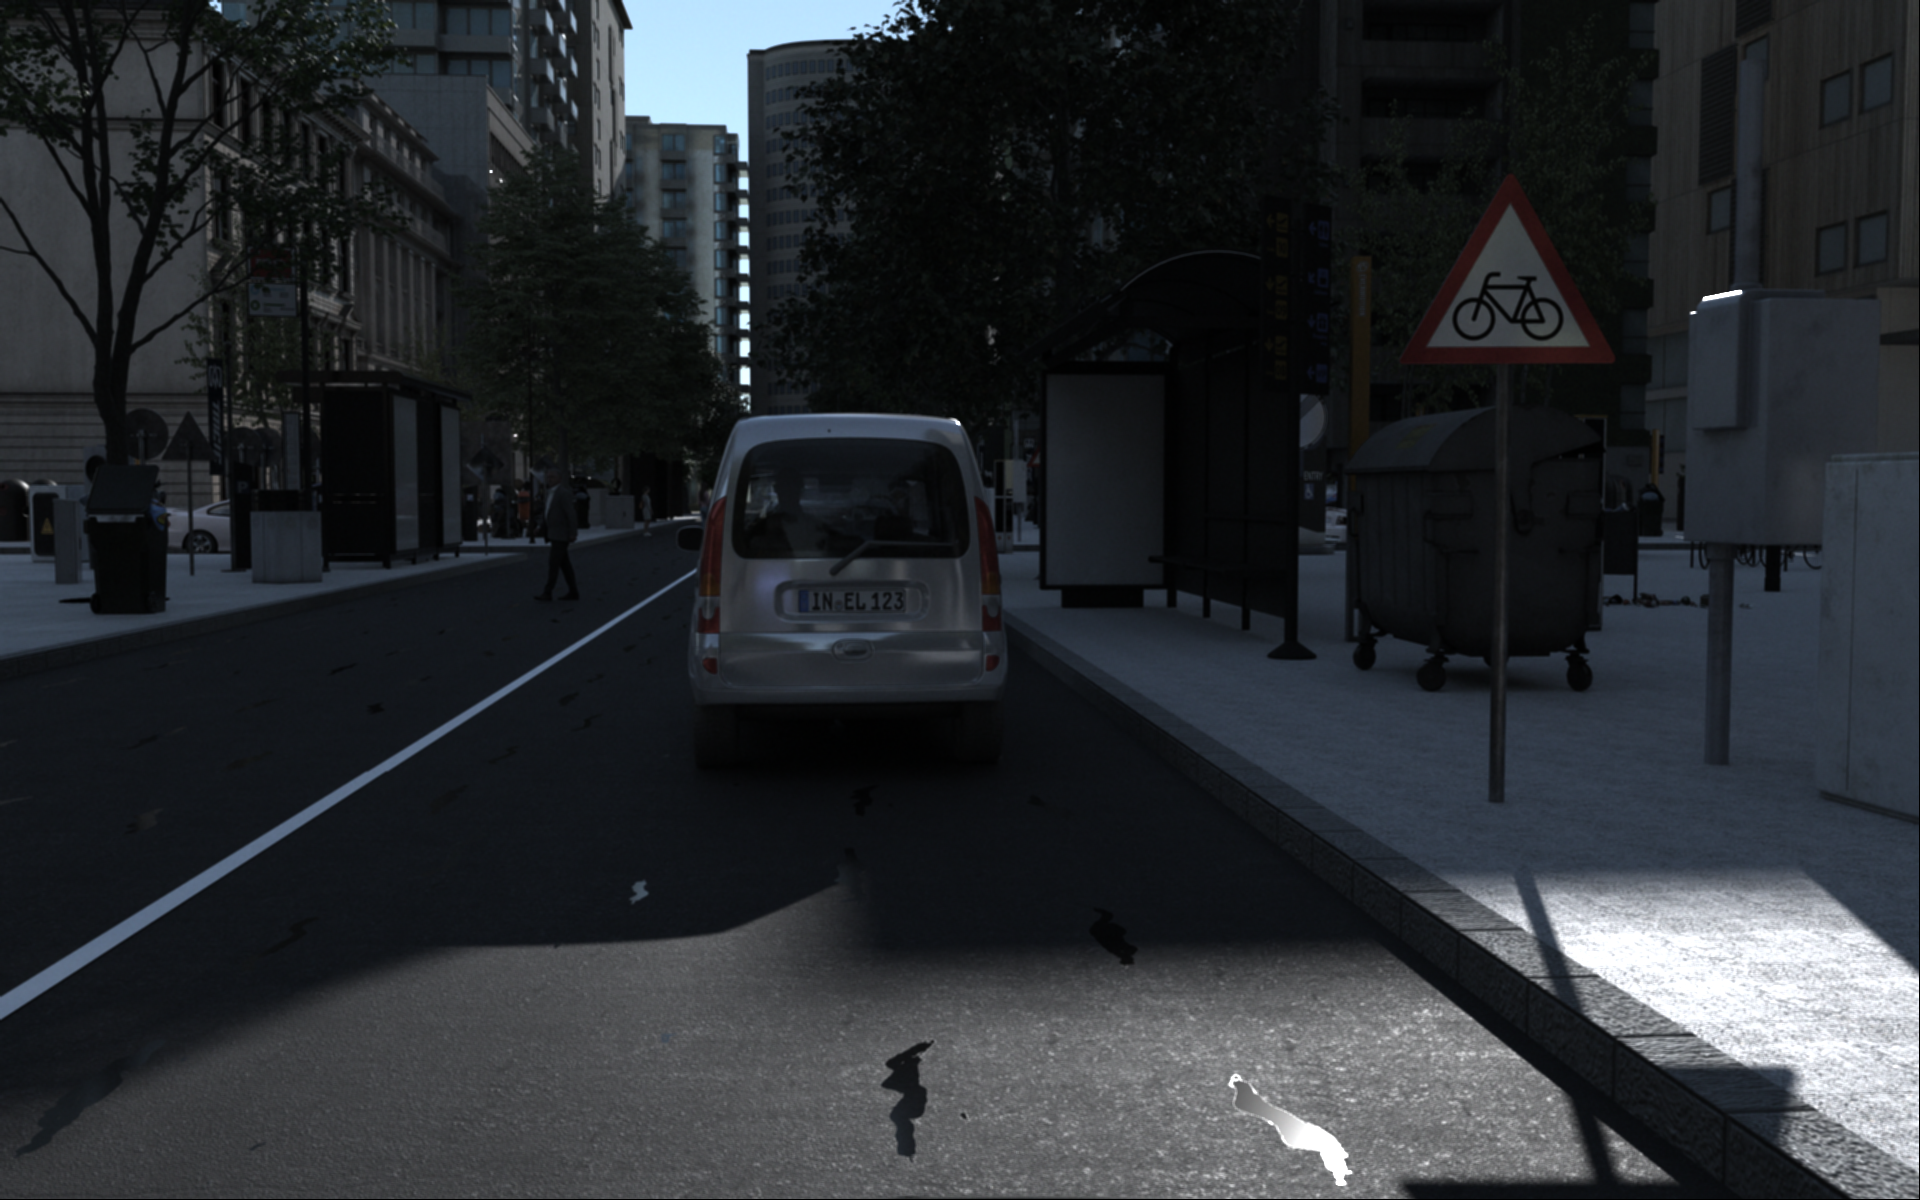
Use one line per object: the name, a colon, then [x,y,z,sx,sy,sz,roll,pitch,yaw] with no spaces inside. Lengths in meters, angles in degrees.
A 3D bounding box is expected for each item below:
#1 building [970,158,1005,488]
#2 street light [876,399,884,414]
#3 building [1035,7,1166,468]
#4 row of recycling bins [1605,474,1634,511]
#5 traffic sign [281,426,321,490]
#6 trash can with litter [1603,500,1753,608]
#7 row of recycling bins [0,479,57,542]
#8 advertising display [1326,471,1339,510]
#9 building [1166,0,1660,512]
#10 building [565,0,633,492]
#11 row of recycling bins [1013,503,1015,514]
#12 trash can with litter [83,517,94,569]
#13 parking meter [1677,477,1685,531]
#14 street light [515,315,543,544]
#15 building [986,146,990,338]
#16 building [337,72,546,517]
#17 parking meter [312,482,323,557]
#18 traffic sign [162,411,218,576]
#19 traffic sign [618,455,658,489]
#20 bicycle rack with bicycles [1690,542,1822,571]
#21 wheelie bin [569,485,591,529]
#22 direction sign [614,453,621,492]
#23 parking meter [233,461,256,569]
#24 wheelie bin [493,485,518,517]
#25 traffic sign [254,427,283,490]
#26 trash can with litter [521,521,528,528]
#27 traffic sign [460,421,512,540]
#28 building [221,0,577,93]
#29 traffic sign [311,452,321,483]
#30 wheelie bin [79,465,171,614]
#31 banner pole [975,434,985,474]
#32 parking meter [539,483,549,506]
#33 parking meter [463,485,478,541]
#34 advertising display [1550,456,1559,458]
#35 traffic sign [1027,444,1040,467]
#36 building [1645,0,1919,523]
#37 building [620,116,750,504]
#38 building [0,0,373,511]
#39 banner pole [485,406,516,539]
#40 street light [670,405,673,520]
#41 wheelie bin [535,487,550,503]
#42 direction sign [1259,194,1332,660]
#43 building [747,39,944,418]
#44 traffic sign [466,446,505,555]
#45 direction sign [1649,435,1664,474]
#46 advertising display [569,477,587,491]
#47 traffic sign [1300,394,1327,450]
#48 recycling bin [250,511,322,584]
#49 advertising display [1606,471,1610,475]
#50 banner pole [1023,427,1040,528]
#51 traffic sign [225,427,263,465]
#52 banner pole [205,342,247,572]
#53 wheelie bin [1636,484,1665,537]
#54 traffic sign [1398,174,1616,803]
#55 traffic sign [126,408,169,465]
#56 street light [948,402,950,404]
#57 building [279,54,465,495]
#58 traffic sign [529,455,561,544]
building: [12.228,-51.536,155.285,22.319,86.520,31.000,0,4,-5]
street light: [-3.612,-6.401,77.440,0.468,5.910,1.993,0,4,-5]
building: [17.257,-29.738,105.823,23.786,49.044,30.456,0,4,-5]
row of recycling bins: [13.084,-1.726,35.338,1.069,1.692,3.534,2,4,27]
traffic sign: [-12.335,-1.977,32.429,0.768,2.556,0.104,0,4,4]
trash can with litter: [7.899,-0.543,19.944,2.233,1.210,1.678,3,4,38]
row of recycling bins: [-26.107,-2.435,46.926,3.534,1.692,1.069,0,4,3]
advertising display: [10.091,-2.641,48.387,0.974,1.923,0.123,2,4,24]
building: [15.818,-17.877,63.984,14.107,30.474,14.160,0,4,-5]
building: [-46.631,-35.316,166.657,27.495,52.752,28.713,0,4,-5]
row of recycling bins: [2.319,-6.330,110.604,1.069,1.692,3.534,-2,4,-34]
trash can with litter: [-14.383,-1.112,29.571,1.055,1.170,0.624,1,4,9]
parking meter: [25.072,-3.328,60.124,0.255,1.863,0.399,1,4,9]
street light: [-11.097,-4.402,44.760,0.468,5.910,1.993,0,4,-5]
building: [5.581,-30.281,178.696,14.154,41.232,14.086,0,4,-5]
building: [-33.464,-17.707,107.536,12.078,24.808,19.932,0,4,-5]
parking meter: [-13.123,-1.650,35.389,0.372,1.533,0.369,0,3,0]
traffic sign: [-12.102,-1.665,27.224,0.884,2.594,0.081,0,3,0]
traffic sign: [-16.595,-5.870,89.844,2.265,3.308,0.079,0,4,-4]
bicycle rack with bicycles: [13.775,-1.012,29.936,2.925,0.926,2.852,-2,4,-30]
wheelie bin: [-14.035,-3.414,63.728,0.980,1.594,0.693,2,4,35]
direction sign: [-18.778,-6.305,95.079,0.379,3.537,0.876,-2,4,-33]
parking meter: [-12.321,-1.471,29.759,0.399,1.863,0.255,-2,4,-31]
wheelie bin: [-14.722,-2.952,56.168,0.693,1.594,0.980,1,4,15]
traffic sign: [-13.293,-2.018,33.098,0.768,2.556,0.104,0,4,-2]
trash can with litter: [-16.600,-3.273,64.906,1.055,1.170,0.624,1,4,13]
traffic sign: [-13.694,-3.346,48.587,2.265,3.308,0.079,0,4,3]
building: [-41.377,-31.326,131.792,23.786,49.044,30.456,0,4,-5]
traffic sign: [-13.483,-2.098,36.424,0.606,2.300,0.079,0,4,5]
wheelie bin: [-8.981,-0.659,18.684,0.980,1.594,0.693,0,4,-2]
banner pole: [0.692,-4.361,61.327,0.401,3.779,0.863,2,4,28]
parking meter: [-18.774,-4.437,78.257,0.255,1.863,0.399,3,4,37]
parking meter: [-13.340,-2.370,47.165,0.372,1.533,0.369,0,3,0]
advertising display: [7.772,-1.128,23.660,0.974,1.923,0.123,-1,4,-12]
traffic sign: [1.762,-2.093,34.218,0.884,2.594,0.081,0,4,5]
building: [43.944,-29.565,72.623,27.495,52.752,28.713,0,4,-5]
building: [-42.283,-36.837,221.898,30.456,49.044,23.786,0,4,-5]
building: [-29.145,-12.148,63.248,10.561,19.102,19.286,0,4,-5]
banner pole: [-13.101,-3.625,49.283,0.863,3.779,0.401,0,4,8]
street light: [-14.547,-6.991,87.090,0.468,5.910,1.993,0,4,-5]
wheelie bin: [-21.717,-5.022,90.011,0.693,1.594,0.980,-1,4,-22]
direction sign: [2.600,-1.313,13.464,0.876,3.537,0.379,-3,5,-43]
building: [-12.924,-41.673,223.347,28.212,58.520,21.231,0,4,-5]
traffic sign: [-9.897,-1.988,36.141,0.795,2.450,0.064,0,4,-5]
direction sign: [26.645,-4.563,66.602,0.876,3.537,0.379,-1,4,-12]
advertising display: [-14.463,-3.648,64.866,0.974,1.923,0.123,-2,4,-32]
traffic sign: [3.887,-1.232,20.251,0.768,2.556,0.104,0,4,2]
recycling bin: [-9.780,-0.770,25.150,0.722,1.027,0.722,2,4,35]
advertising display: [18.163,-2.709,49.499,0.123,1.923,0.974,-1,4,-22]
banner pole: [2.739,-4.586,64.996,0.863,3.779,0.401,2,4,24]
traffic sign: [-13.550,-1.996,32.735,0.768,2.556,0.104,0,4,4]
banner pole: [-12.051,-2.342,28.312,0.401,3.779,0.863,0,4,8]
wheelie bin: [20.840,-2.715,52.295,0.693,1.594,0.980,0,4,-1]
traffic sign: [2.235,-0.437,7.143,0.884,2.594,0.081,0,4,0]
traffic sign: [-12.142,-1.569,25.760,0.768,2.556,0.104,0,4,3]
street light: [-0.212,-3.879,36.212,0.468,5.910,1.993,0,4,-5]
building: [-33.527,-14.911,85.592,13.314,21.916,24.055,0,4,-5]
traffic sign: [-10.558,-2.474,44.099,0.795,2.450,0.064,0,4,-5]
